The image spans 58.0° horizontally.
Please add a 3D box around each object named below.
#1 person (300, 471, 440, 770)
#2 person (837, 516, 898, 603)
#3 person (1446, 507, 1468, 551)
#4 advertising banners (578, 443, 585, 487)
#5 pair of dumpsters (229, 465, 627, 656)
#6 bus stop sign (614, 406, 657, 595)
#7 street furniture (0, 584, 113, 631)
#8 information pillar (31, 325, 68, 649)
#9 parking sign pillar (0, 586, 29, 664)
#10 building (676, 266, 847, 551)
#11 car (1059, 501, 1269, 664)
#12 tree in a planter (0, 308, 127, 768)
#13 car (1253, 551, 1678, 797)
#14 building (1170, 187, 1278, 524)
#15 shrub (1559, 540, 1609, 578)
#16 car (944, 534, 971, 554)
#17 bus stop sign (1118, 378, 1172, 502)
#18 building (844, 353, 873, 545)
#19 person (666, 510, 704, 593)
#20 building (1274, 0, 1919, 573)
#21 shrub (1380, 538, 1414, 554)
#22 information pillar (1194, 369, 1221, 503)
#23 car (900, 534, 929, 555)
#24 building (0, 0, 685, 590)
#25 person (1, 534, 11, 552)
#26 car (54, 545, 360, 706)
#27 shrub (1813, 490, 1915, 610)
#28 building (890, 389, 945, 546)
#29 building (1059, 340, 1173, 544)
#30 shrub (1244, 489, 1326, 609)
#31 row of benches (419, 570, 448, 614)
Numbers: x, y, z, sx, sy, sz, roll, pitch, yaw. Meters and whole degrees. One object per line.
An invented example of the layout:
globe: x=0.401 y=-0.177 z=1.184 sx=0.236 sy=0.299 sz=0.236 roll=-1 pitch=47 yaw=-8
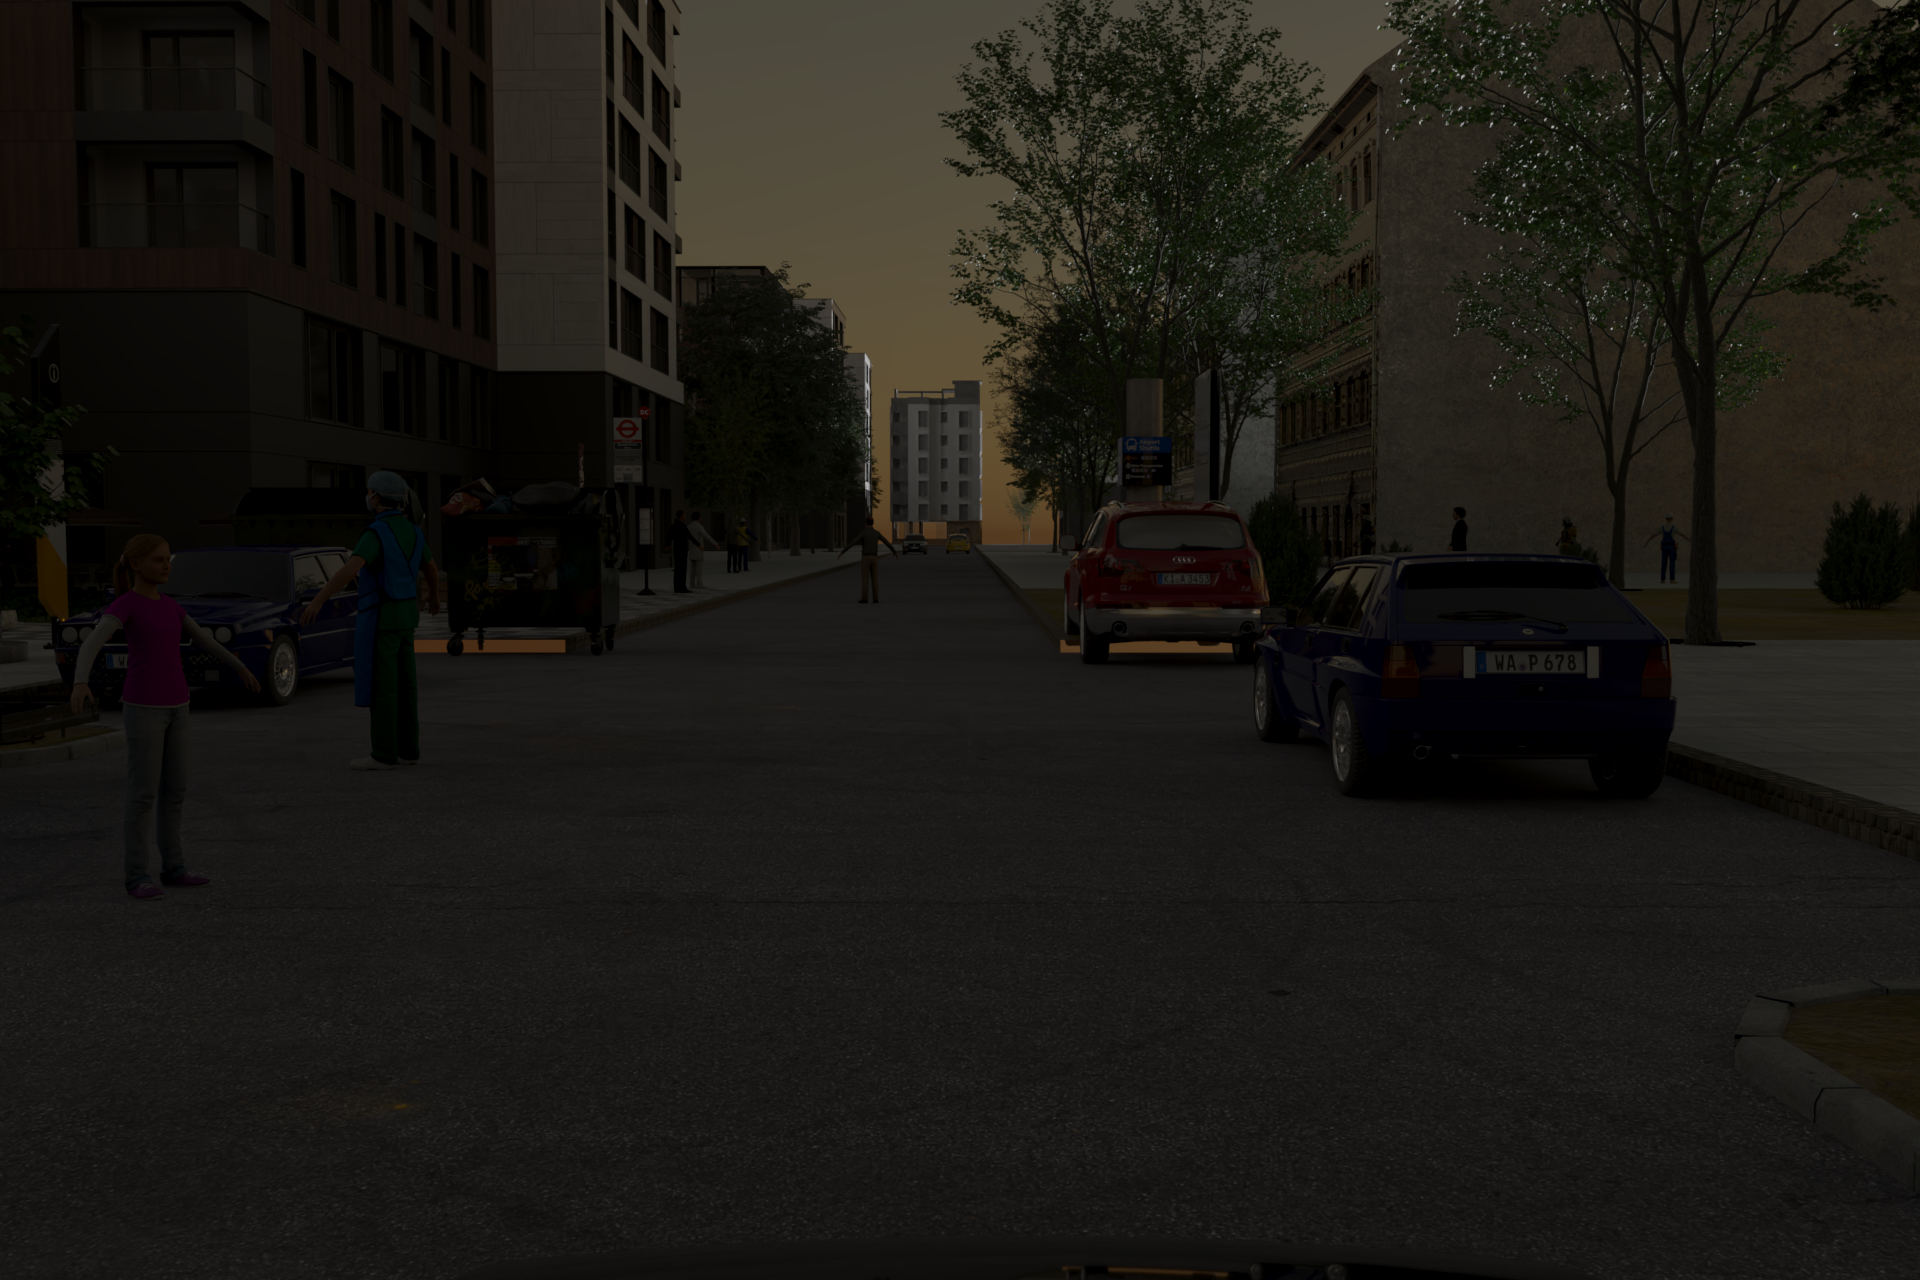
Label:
person: x=-3.534 y=-0.125 z=10.633 sx=0.704 sy=1.817 sz=1.347 roll=1 pitch=4 yaw=16
person: x=-1.885 y=-1.666 z=35.973 sx=1.348 sy=1.796 sz=0.705 roll=-2 pitch=4 yaw=-24
person: x=9.623 y=-1.672 z=33.529 sx=0.705 sy=1.806 sz=1.347 roll=2 pitch=4 yaw=24
advertising banners: x=-7.281 y=-2.230 z=32.655 sx=0.090 sy=3.025 sz=2.074 roll=0 pitch=3 yaw=0
pair of dumpsters: x=-6.319 y=-0.966 z=20.746 sx=4.436 sy=2.255 sz=1.574 roll=0 pitch=4 yaw=0
bus stop sign: x=-6.806 y=-2.910 z=36.281 sx=0.855 sy=3.939 sz=0.416 roll=0 pitch=4 yaw=-1
street furniture: x=-14.528 y=-0.512 z=23.997 sx=5.734 sy=0.657 sz=10.072 roll=1 pitch=4 yaw=8
information pillar: x=-10.105 y=-1.706 z=19.240 sx=0.183 sy=3.616 sz=0.504 roll=0 pitch=4 yaw=0
parking sign pillar: x=-10.136 y=-1.758 z=17.210 sx=1.447 sy=3.967 sz=1.447 roll=0 pitch=3 yaw=0
building: x=-25.025 y=-18.628 z=148.535 sx=27.936 sy=21.610 sz=32.646 roll=0 pitch=4 yaw=1
car: x=2.350 y=-0.733 z=20.656 sx=2.281 sy=1.827 sz=5.304 roll=0 pitch=4 yaw=0
tree in a planter: x=-6.634 y=-0.863 z=11.330 sx=1.991 sy=3.239 sz=1.994 roll=0 pitch=4 yaw=1
car: x=2.930 y=0.110 z=10.788 sx=1.945 sy=1.354 sz=3.894 roll=0 pitch=4 yaw=0
building: x=21.722 y=-15.999 z=92.507 sx=19.493 sy=23.208 sz=18.063 roll=0 pitch=3 yaw=0
shrub: x=9.930 y=-1.025 z=27.868 sx=1.383 sy=1.207 sz=1.383 roll=0 pitch=3 yaw=0
car: x=-0.168 y=-7.120 z=126.628 sx=2.015 sy=1.641 sz=3.980 roll=0 pitch=4 yaw=-1
bus stop sign: x=3.149 y=-2.482 z=29.590 sx=0.837 sy=3.901 sz=0.837 roll=0 pitch=3 yaw=0
building: x=-24.598 y=-21.364 z=193.270 sx=27.936 sy=21.610 sz=32.646 roll=0 pitch=4 yaw=0
person: x=-6.047 y=-1.922 z=37.655 sx=0.704 sy=1.802 sz=1.346 roll=-3 pitch=5 yaw=-43
building: x=22.904 y=-14.350 z=65.552 sx=19.493 sy=23.208 sz=18.063 roll=0 pitch=3 yaw=0
shrub: x=8.337 y=-1.344 z=33.094 sx=1.383 sy=1.207 sz=1.383 roll=0 pitch=3 yaw=0
information pillar: x=3.626 y=-2.087 z=25.443 sx=0.184 sy=3.620 sz=1.656 roll=0 pitch=4 yaw=1
car: x=-3.168 y=-6.857 z=121.903 sx=2.009 sy=1.686 sz=4.222 roll=0 pitch=4 yaw=0
building: x=-25.103 y=-12.738 z=52.235 sx=27.936 sy=21.610 sz=32.646 roll=0 pitch=4 yaw=1
person: x=-20.004 y=-1.763 z=35.552 sx=0.721 sy=1.740 sz=1.216 roll=1 pitch=4 yaw=20
car: x=-6.471 y=-0.186 z=15.620 sx=1.945 sy=1.354 sz=3.894 roll=0 pitch=4 yaw=0
shrub: x=15.419 y=-1.536 z=29.527 sx=1.690 sy=2.028 sz=1.600 roll=0 pitch=3 yaw=0
building: x=-8.439 y=-21.939 z=217.581 sx=11.380 sy=20.090 sz=16.016 roll=0 pitch=4 yaw=4
building: x=24.731 y=-21.203 z=190.649 sx=27.936 sy=21.610 sz=32.646 roll=0 pitch=4 yaw=0
shrub: x=5.226 y=-1.482 z=28.651 sx=1.690 sy=2.028 sz=1.600 roll=0 pitch=3 yaw=0
row of benches: x=-9.099 y=-0.862 z=29.562 sx=1.422 sy=0.672 sz=4.104 roll=-2 pitch=4 yaw=-28
